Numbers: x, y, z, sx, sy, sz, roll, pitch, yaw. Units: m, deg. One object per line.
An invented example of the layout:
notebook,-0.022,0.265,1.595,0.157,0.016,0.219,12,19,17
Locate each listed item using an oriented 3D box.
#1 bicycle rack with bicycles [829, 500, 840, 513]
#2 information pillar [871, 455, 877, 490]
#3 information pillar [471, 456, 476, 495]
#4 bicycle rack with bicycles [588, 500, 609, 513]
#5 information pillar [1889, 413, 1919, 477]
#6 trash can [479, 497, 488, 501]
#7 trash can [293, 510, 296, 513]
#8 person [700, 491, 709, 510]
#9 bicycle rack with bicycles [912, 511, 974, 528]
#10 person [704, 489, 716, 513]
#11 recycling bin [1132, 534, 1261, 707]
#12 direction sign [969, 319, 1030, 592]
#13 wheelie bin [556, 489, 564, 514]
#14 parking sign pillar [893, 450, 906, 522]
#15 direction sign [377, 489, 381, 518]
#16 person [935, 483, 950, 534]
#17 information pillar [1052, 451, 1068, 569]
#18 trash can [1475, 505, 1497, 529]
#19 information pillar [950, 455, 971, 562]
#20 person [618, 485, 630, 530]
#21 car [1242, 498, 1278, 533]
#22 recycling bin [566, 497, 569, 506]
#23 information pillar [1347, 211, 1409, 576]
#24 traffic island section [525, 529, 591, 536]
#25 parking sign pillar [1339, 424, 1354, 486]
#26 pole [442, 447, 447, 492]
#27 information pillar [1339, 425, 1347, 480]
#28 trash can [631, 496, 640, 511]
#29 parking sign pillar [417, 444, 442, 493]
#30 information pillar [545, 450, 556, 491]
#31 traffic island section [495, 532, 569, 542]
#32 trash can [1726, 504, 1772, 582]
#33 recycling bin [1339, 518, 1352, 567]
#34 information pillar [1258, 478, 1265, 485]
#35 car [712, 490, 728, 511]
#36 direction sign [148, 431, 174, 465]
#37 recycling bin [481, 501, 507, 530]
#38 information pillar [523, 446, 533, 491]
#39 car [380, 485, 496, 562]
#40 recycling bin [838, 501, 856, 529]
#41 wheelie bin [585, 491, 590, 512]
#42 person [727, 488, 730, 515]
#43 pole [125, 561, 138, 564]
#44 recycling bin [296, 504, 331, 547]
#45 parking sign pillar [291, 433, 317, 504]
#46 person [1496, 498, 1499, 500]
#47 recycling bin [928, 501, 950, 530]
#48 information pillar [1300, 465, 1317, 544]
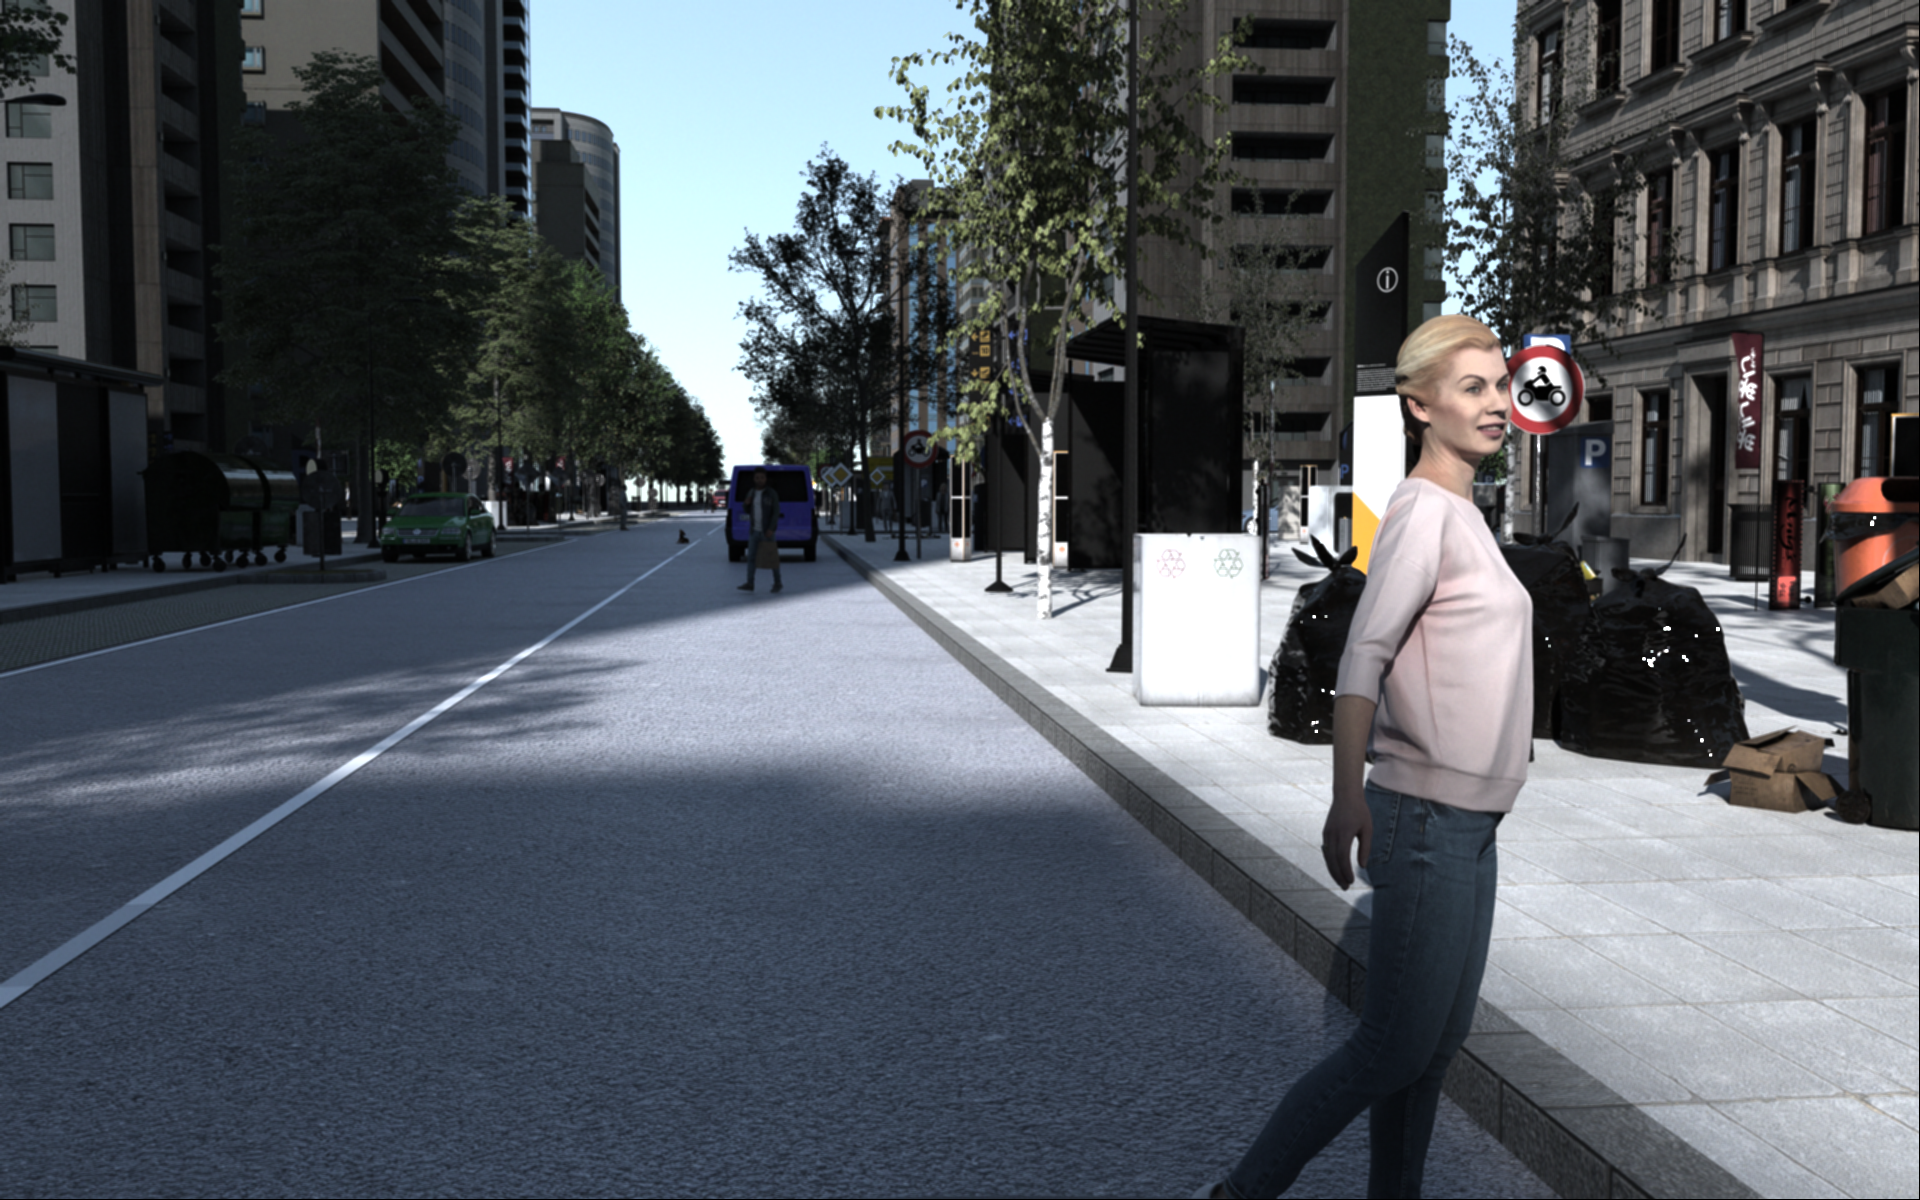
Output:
bicycle rack with bicycles,-7.344,-6.293,116.266,2.852,0.926,2.925,2,4,28
information pillar,-5.192,-6.879,103.827,0.504,3.616,0.183,1,4,16
information pillar,-29.837,-7.015,106.045,0.183,3.616,0.504,2,4,34
bicycle rack with bicycles,-23.685,-6.202,114.782,2.852,0.926,2.925,1,4,10
information pillar,8.691,-0.698,15.907,0.304,2.012,0.304,2,4,28
trash can,-21.388,-4.105,78.771,0.748,1.137,0.748,0,3,0
trash can,-19.163,-2.297,49.208,0.748,1.137,0.748,0,3,0
person,-22.959,-9.053,157.227,1.217,1.735,0.721,0,4,6
bicycle rack with bicycles,-0.221,-3.224,66.101,2.925,0.926,2.852,0,4,8
person,-19.141,-7.595,132.643,0.822,1.834,0.622,1,4,12
recycling bin,1.460,0.109,10.772,0.722,1.027,0.722,0,4,1
direction sign,0.513,-1.880,22.740,0.876,3.537,0.379,2,4,27
wheelie bin,-26.011,-6.349,111.713,0.980,1.594,0.693,3,4,39
parking sign pillar,-2.358,-5.521,78.745,1.447,3.967,1.447,1,4,20
direction sign,-31.087,-6.165,92.789,0.379,3.537,0.876,-2,4,-30
person,-0.464,-2.975,57.324,0.709,1.800,0.728,1,4,9
information pillar,1.742,-1.546,29.767,0.304,2.012,0.304,0,4,-2
trash can,6.256,-0.600,21.465,0.748,1.137,0.748,0,3,0
information pillar,0.015,-1.722,32.646,0.304,2.012,0.304,2,4,29
person,-13.387,-3.688,68.901,0.391,1.810,0.635,-1,4,-19
car,11.428,-2.949,60.225,4.499,1.417,2.014,0,4,-8
recycling bin,-30.282,-7.328,132.374,0.722,1.027,0.722,-1,4,-23
information pillar,3.549,-1.422,14.602,0.183,3.616,0.504,-3,5,-41
traffic island section,-14.091,-2.361,60.883,2.009,0.180,2.903,0,4,-6
parking sign pillar,11.389,-3.710,49.130,1.447,3.967,1.447,-2,4,-31
pole,-21.972,-4.893,73.848,0.158,3.312,0.155,0,3,0
information pillar,12.228,-3.885,54.872,0.504,3.616,0.183,-2,4,-27
trash can,-24.367,-7.252,130.228,0.748,1.137,0.748,0,3,0
parking sign pillar,-29.237,-6.591,96.242,1.447,3.967,1.447,1,4,10
information pillar,-19.567,-5.586,82.684,0.504,3.616,0.183,-1,4,-16
traffic island section,-13.220,-1.876,52.945,2.009,0.180,2.903,0,4,-6
trash can,11.618,-0.839,25.367,0.748,1.137,0.748,0,3,0
recycling bin,4.338,-0.324,17.859,0.722,1.027,0.722,0,4,-1
information pillar,13.463,-4.468,77.540,0.304,2.012,0.304,-1,4,-14
car,-20.544,-8.680,150.593,2.281,1.827,5.304,0,4,-6
direction sign,-28.714,-4.297,62.254,0.876,3.537,0.379,-1,4,-17
recycling bin,-16.846,-3.057,62.544,0.722,1.027,0.722,3,5,43
information pillar,-20.828,-5.636,83.509,0.504,3.616,0.183,1,4,14
car,-11.288,-1.763,37.623,1.959,1.807,4.718,0,4,-5
recycling bin,-4.116,-3.162,64.246,0.722,1.027,0.722,-1,4,-12
wheelie bin,-26.060,-6.990,122.197,0.693,1.594,0.980,0,4,1
person,-15.201,-6.486,114.739,0.583,1.804,0.606,-2,4,-35
pole,-15.140,-2.307,31.564,0.158,3.312,0.155,0,3,0
recycling bin,-15.863,-1.835,42.554,0.722,1.027,0.722,-1,4,-9
parking sign pillar,-28.697,-5.363,76.149,1.447,3.967,1.447,0,4,-7
person,19.037,-3.277,62.248,0.590,1.801,0.661,1,4,15
recycling bin,-0.688,-3.047,62.372,0.722,1.027,0.722,1,4,22
information pillar,8.908,-2.434,44.290,0.304,2.012,0.304,-3,4,-38
